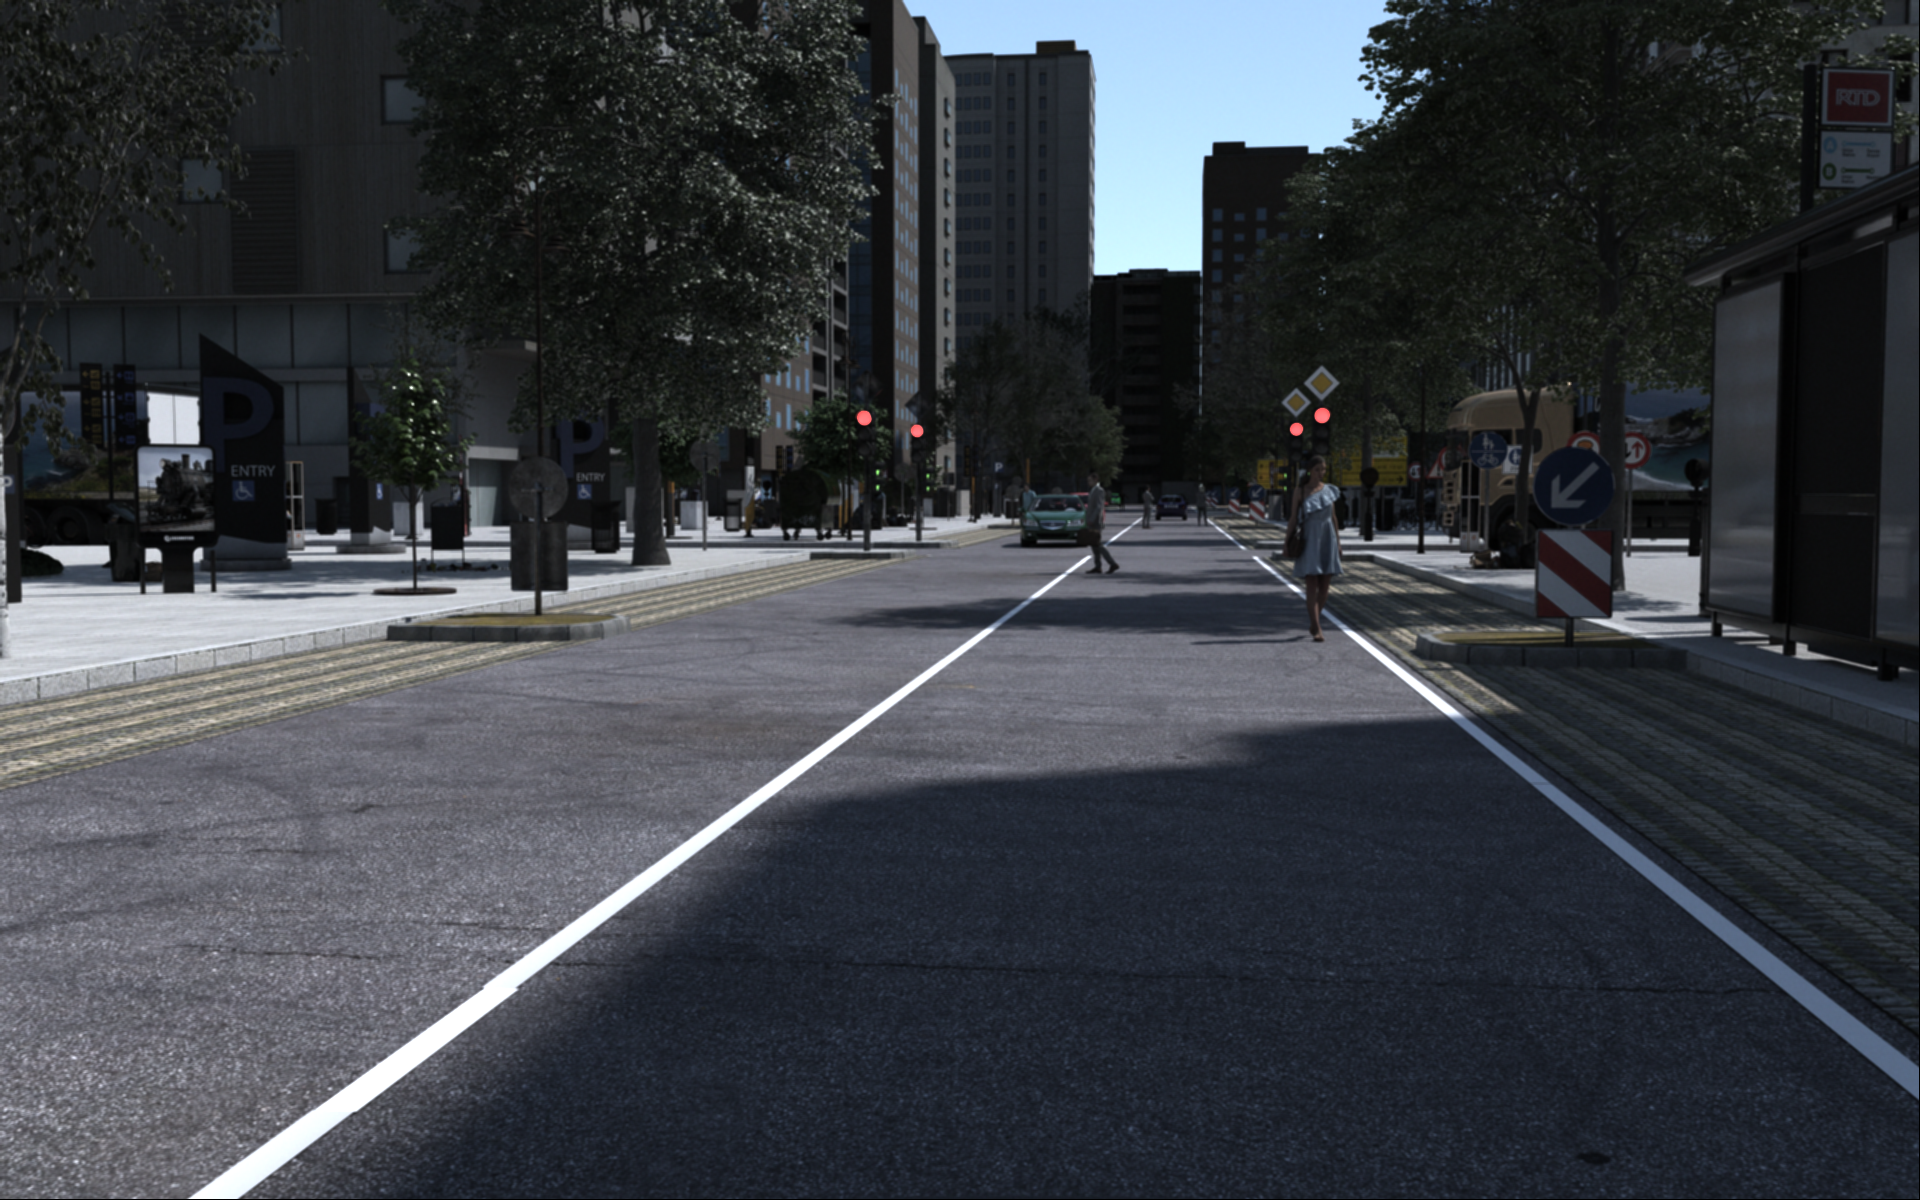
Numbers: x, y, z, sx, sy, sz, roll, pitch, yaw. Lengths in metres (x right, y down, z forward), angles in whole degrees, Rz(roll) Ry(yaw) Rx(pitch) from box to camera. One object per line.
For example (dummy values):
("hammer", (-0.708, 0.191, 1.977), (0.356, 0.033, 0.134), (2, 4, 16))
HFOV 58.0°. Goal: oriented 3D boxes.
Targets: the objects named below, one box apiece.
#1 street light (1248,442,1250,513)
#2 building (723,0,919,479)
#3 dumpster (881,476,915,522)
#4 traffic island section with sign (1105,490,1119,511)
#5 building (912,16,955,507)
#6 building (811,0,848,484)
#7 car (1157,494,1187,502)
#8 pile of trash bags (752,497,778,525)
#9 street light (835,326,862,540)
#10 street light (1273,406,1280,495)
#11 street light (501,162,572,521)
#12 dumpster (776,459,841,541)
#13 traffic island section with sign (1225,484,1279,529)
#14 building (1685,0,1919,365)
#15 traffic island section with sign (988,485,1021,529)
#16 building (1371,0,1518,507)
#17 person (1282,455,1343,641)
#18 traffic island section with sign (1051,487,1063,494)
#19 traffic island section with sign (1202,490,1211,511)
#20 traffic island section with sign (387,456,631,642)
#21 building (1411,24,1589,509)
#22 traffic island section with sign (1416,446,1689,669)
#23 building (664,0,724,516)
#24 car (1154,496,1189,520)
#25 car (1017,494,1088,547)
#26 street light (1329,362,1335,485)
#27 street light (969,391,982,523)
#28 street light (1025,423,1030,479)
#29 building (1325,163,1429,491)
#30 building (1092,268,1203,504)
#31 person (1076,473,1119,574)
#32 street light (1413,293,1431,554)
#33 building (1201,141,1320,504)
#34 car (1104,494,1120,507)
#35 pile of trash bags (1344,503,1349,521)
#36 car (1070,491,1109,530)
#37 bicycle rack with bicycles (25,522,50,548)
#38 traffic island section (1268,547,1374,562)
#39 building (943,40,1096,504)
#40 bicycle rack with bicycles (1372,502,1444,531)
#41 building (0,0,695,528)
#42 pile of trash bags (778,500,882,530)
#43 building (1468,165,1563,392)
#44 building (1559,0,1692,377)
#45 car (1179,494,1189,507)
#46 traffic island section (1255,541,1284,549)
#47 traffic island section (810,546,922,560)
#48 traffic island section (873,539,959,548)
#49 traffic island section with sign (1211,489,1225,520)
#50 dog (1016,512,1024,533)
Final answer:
("street light", (19.902, -8.942, 118.994), (0.468, 5.910, 1.993), (0, 4, 7))
("building", (-11.486, -30.691, 151.913), (14.600, 45.320, 14.200), (0, 4, 7))
("dumpster", (-2.831, -4.792, 80.842), (1.502, 2.255, 1.985), (0, 4, 7))
("traffic island section with sign", (15.070, -10.174, 174.974), (1.989, 1.847, 2.006), (0, 4, 7))
("building", (-12.231, -33.734, 175.245), (21.600, 48.544, 21.300), (0, 4, 7))
("building", (-17.468, -42.575, 134.357), (20.563, 71.187, 20.611), (0, 4, 7))
("car", (14.246, -6.524, 116.451), (2.009, 1.686, 4.222), (1, 4, 8))
("pile of trash bags", (-7.269, -3.866, 72.969), (1.912, 1.369, 3.447), (2, 4, 27))
("street light", (-3.058, -4.588, 47.798), (0.468, 5.910, 1.993), (0, 4, 7))
("street light", (16.361, -7.143, 89.570), (0.468, 5.910, 1.993), (0, 4, 7))
("street light", (-5.965, -3.168, 24.586), (0.468, 5.910, 1.993), (0, 4, 7))
("dumpster", (-4.225, -2.793, 48.161), (1.502, 2.255, 1.985), (0, 4, 7))
("traffic island section with sign", (11.972, -3.795, 70.681), (1.989, 1.847, 2.006), (0, 4, 7))
("building", (35.867, -12.612, 60.950), (16.860, 20.320, 10.420), (0, 4, 7))
("traffic island section with sign", (2.224, -3.843, 71.466), (1.989, 1.847, 2.006), (0, 4, 7))
("building", (51.748, -51.908, 161.372), (22.319, 86.520, 31.000), (0, 4, 7))
("person", (3.469, -0.519, 17.077), (0.616, 1.811, 0.778), (0, 4, 2))
("traffic island section with sign", (5.552, -5.485, 98.308), (1.989, 1.847, 2.006), (0, 4, 7))
("traffic island section with sign", (21.411, -8.452, 146.825), (1.989, 1.847, 2.006), (0, 4, 7))
("traffic island section with sign", (-4.456, -0.549, 17.597), (1.989, 1.847, 2.006), (0, 4, 7))
("building", (52.404, -27.065, 134.391), (32.217, 40.220, 23.993), (0, 4, 7))
("traffic island section with sign", (5.085, -0.400, 15.172), (1.989, 1.847, 2.006), (0, 4, 7))
("building", (-17.260, -27.827, 105.088), (14.600, 45.320, 14.200), (0, 4, 7))
("car", (11.678, -5.080, 95.637), (1.945, 1.354, 3.894), (0, 4, 7))
("car", (2.707, -2.229, 48.242), (2.131, 1.459, 4.920), (0, 4, 6))
("street light", (12.694, -5.289, 59.269), (0.468, 5.910, 1.993), (0, 4, 7))
("street light", (0.680, -6.405, 77.507), (0.468, 5.910, 1.993), (0, 4, 7))
("street light", (4.250, -8.204, 106.928), (0.468, 5.910, 1.993), (0, 4, 7))
("building", (60.126, -34.821, 223.942), (28.867, 44.769, 22.147), (0, 4, 7))
("building", (24.257, -27.732, 225.113), (14.107, 30.474, 14.160), (0, 4, 7))
("person", (2.444, -1.387, 31.304), (0.853, 1.813, 0.709), (-1, 4, -15))
("street light", (9.943, -3.939, 37.184), (0.468, 5.910, 1.993), (0, 4, 7))
("building", (38.282, -35.024, 222.749), (14.200, 45.320, 14.600), (0, 4, 7))
("car", (16.901, -11.176, 191.529), (1.959, 1.807, 4.718), (0, 4, 7))
("pile of trash bags", (18.305, -4.557, 84.257), (3.447, 1.369, 1.912), (-2, 4, -30))
("car", (4.963, -3.751, 70.370), (2.155, 1.783, 4.494), (0, 4, 6))
("bicycle rack with bicycles", (-22.686, -1.604, 39.611), (2.925, 0.926, 2.852), (-1, 4, -16))
("traffic island section", (7.890, -0.956, 37.918), (2.009, 0.180, 2.903), (0, 4, 7))
("building", (3.661, -42.086, 230.106), (28.212, 58.520, 21.231), (0, 4, 7))
("bicycle rack with bicycles", (15.810, -2.978, 62.080), (2.852, 0.926, 2.925), (-1, 4, -21))
("building", (-27.822, -29.794, 76.375), (28.713, 52.752, 27.495), (0, 4, 7))
("pile of trash bags", (-4.464, -3.215, 62.321), (3.447, 1.369, 1.912), (2, 4, 27))
("building", (39.613, -16.141, 105.712), (13.314, 21.916, 24.055), (0, 4, 7))
("building", (37.065, -17.991, 81.537), (14.401, 28.519, 23.554), (0, 4, 7))
("car", (18.100, -8.243, 144.561), (2.009, 1.686, 4.222), (0, 4, 6))
("traffic island section", (8.874, -1.441, 45.843), (2.009, 0.180, 2.903), (0, 4, 7))
("traffic island section", (-2.124, -1.032, 39.162), (2.009, 0.180, 2.903), (0, 4, 7))
("traffic island section", (-1.140, -1.517, 47.086), (2.009, 0.180, 2.903), (0, 4, 7))
("traffic island section with sign", (15.306, -5.440, 97.573), (1.989, 1.847, 2.006), (0, 4, 7))
("dog", (2.489, -2.880, 63.922), (0.513, 0.831, 0.800), (-3, 4, -36))
